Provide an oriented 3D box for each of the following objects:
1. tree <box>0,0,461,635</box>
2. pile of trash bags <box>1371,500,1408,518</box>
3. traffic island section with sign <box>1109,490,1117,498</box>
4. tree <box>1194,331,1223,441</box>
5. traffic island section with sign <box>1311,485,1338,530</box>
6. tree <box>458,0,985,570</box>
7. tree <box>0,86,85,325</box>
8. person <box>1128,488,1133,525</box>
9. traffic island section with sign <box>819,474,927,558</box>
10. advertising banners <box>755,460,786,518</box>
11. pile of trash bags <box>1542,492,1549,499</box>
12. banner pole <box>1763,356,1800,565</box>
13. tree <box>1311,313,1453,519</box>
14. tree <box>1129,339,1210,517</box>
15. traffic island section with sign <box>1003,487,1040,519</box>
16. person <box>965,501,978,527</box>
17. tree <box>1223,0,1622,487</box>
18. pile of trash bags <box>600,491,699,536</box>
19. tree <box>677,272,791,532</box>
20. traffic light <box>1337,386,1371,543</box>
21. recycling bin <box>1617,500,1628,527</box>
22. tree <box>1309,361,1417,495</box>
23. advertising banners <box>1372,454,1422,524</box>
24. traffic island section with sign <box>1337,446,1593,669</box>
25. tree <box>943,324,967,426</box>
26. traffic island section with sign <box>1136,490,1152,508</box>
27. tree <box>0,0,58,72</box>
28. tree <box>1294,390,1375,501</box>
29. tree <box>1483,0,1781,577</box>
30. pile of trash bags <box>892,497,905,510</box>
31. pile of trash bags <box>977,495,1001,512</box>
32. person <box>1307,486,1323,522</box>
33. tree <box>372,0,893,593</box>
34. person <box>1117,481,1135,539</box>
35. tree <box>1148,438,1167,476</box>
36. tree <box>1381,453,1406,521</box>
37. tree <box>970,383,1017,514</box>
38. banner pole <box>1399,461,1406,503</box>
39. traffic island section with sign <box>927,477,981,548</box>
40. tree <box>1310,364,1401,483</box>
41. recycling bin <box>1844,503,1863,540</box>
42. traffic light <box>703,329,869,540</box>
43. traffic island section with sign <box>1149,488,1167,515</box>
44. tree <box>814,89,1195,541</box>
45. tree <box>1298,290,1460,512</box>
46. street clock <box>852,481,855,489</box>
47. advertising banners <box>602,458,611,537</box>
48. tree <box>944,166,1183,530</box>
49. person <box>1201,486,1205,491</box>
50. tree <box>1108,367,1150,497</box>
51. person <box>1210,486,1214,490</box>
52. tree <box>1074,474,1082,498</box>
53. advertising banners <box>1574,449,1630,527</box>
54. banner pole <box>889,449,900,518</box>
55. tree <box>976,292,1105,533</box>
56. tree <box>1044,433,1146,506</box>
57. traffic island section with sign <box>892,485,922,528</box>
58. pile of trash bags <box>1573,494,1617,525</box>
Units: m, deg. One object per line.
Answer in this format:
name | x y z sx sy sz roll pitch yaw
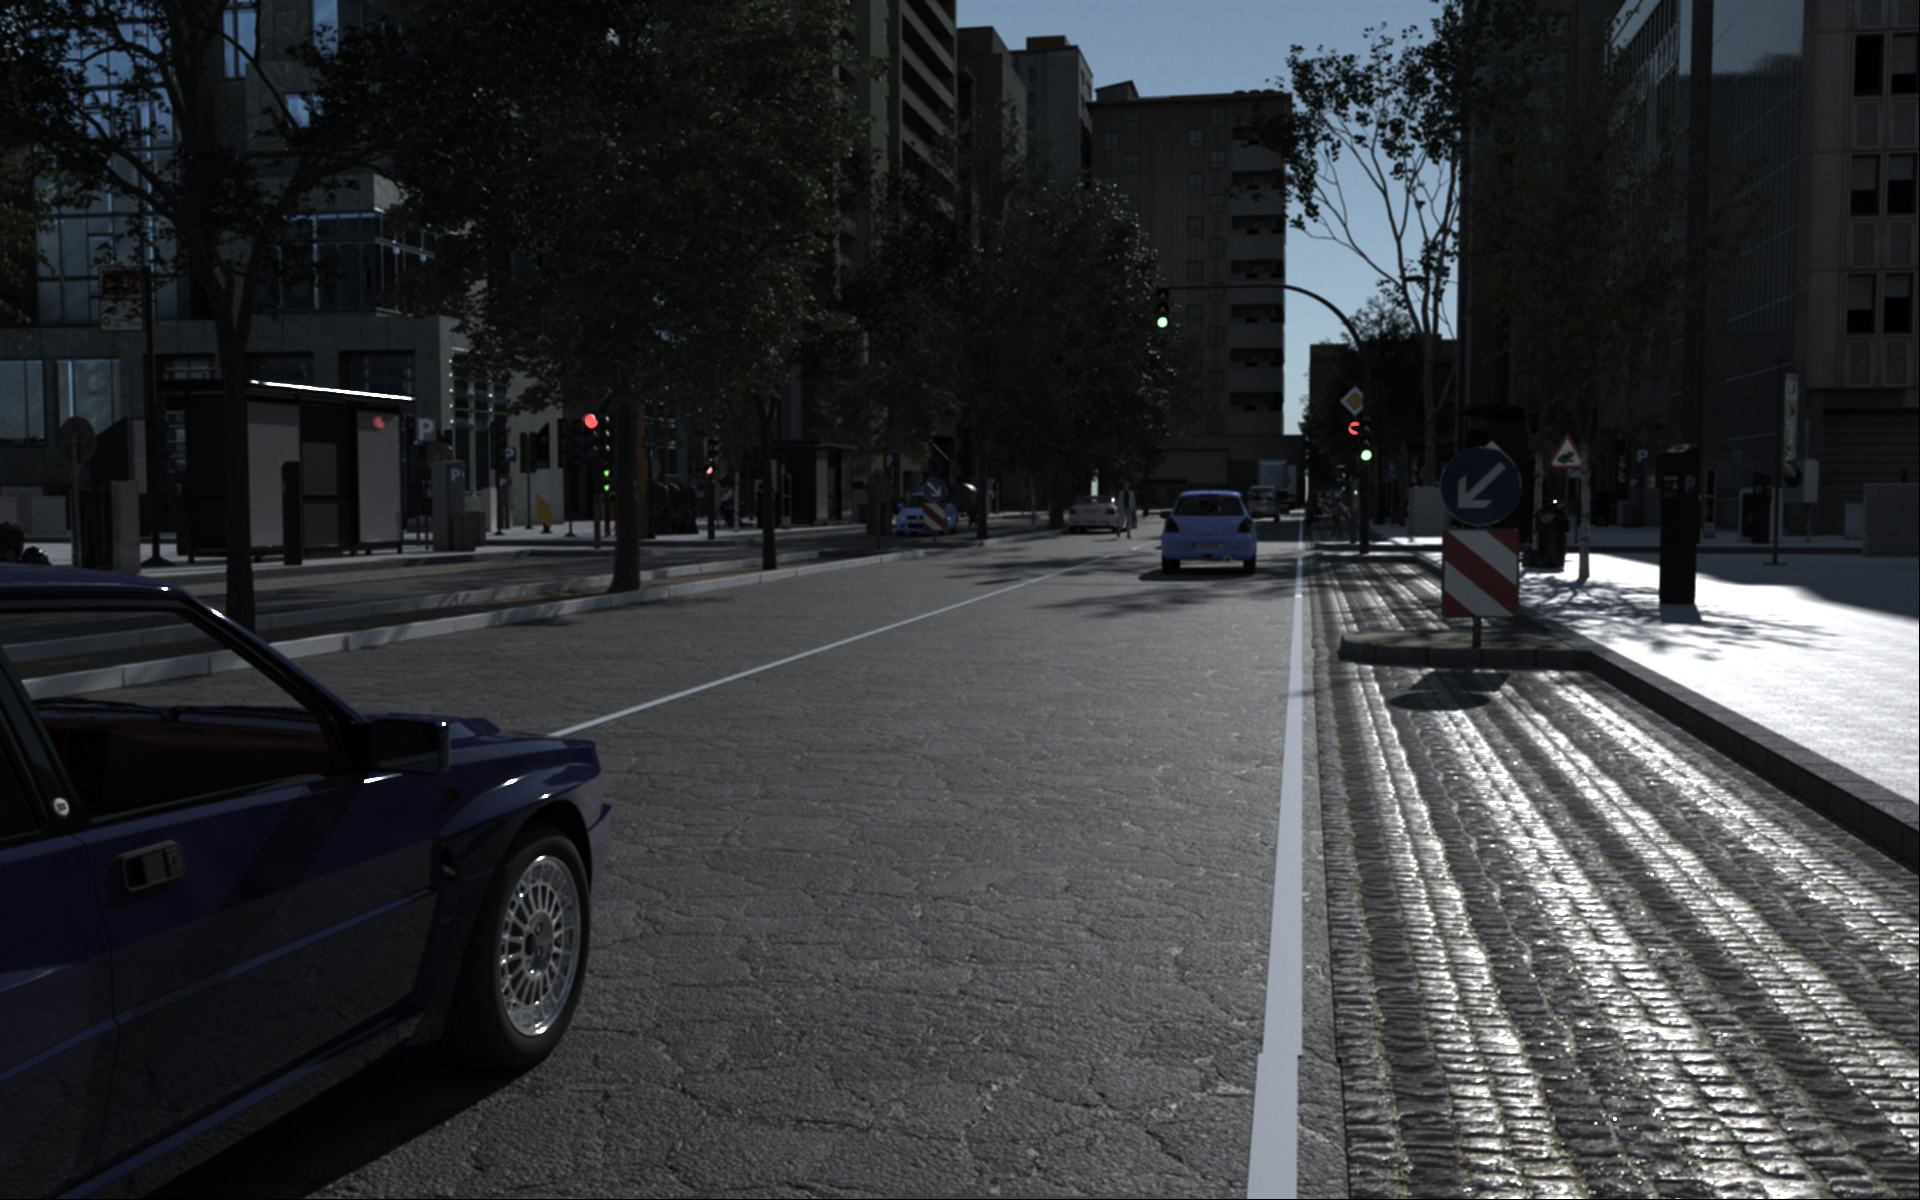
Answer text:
tree | -6.506 -4.833 15.896 8.767 10.594 7.601 1 4 11
pile of trash bags | 23.924 -5.248 95.563 1.912 1.369 3.447 2 4 30
traffic island section with sign | 13.127 -8.559 148.565 1.989 1.847 2.006 1 4 11
tree | 9.439 -11.189 95.766 12.009 13.543 11.850 0 3 0
traffic island section with sign | 15.054 -3.709 69.274 1.989 1.847 2.006 1 4 11
tree | -3.505 -5.865 32.759 8.767 10.594 7.601 1 4 11
tree | -14.723 -4.558 24.880 4.737 8.622 4.395 0 3 0
person | 7.403 -4.101 76.230 0.598 1.740 0.731 -2 4 -33
traffic island section with sign | -2.008 -1.928 39.666 2.006 1.907 1.989 1 4 11
advertising banners | -9.669 -5.666 88.833 2.074 3.025 0.090 2 4 33
pile of trash bags | 24.856 -4.148 77.579 3.447 1.369 1.912 -1 4 -19
banner pole | 15.014 -2.539 31.527 0.863 3.779 0.401 -3 4 -36
tree | 21.774 -9.459 89.064 7.601 10.594 8.767 0 4 -1
tree | 11.697 -10.984 107.803 9.928 11.665 9.643 0 3 0
traffic island section with sign | 3.601 -5.610 100.354 1.989 1.847 2.006 1 4 11
person | 0.670 -3.766 75.575 1.012 1.151 0.738 0 4 -7
tree | 15.165 -12.336 57.587 12.611 20.169 13.585 0 3 0
pile of trash bags | -9.994 -2.750 54.723 1.912 1.369 3.447 3 4 36
tree | -7.542 -6.577 57.900 4.737 8.622 4.395 0 3 0
traffic light | 10.231 -3.432 45.036 0.839 4.253 0.868 1 4 11
recycling bin | 26.424 -3.429 68.625 0.722 1.027 0.722 1 4 21
tree | 29.146 -12.201 125.248 9.928 11.665 9.643 0 3 0
advertising banners | 18.979 -4.837 75.279 2.074 3.025 0.090 1 4 15
traffic island section with sign | 4.381 -0.404 15.228 1.989 1.847 2.006 1 4 11
tree | -3.098 -10.035 82.196 7.486 12.596 7.792 0 3 0
traffic island section with sign | 18.413 -10.194 175.306 1.989 1.847 2.006 1 4 11
tree | -7.846 -3.499 10.033 4.360 8.622 3.978 0 3 0
tree | 42.386 -17.578 194.062 9.857 13.997 8.962 0 3 0
tree | 9.691 -4.639 26.212 4.737 8.622 4.395 0 3 0
pile of trash bags | -3.112 -6.903 122.616 3.447 1.369 1.912 -1 4 -14
pile of trash bags | 1.294 -6.822 121.295 3.447 1.369 1.912 1 4 12
person | 17.878 -4.829 87.411 0.822 1.834 0.622 1 4 15
tree | -4.860 -6.398 25.189 7.486 12.596 7.792 0 3 0
person | 5.284 -2.875 55.386 0.514 1.842 0.818 -1 4 -19
tree | 19.367 -15.995 195.933 8.767 10.594 7.601 -1 4 -17
tree | 20.370 -5.326 81.689 1.663 3.219 1.824 0 3 0
tree | 2.509 -9.749 109.759 4.360 8.622 3.978 0 3 0
banner pole | 29.046 -7.566 113.719 0.863 3.779 0.401 1 4 9
traffic island section with sign | -0.562 -2.373 46.931 2.006 1.907 1.989 1 4 11
tree | 31.706 -13.482 138.562 7.486 12.596 7.792 0 3 0
recycling bin | 25.363 -2.219 48.839 0.722 1.027 0.722 2 4 28
traffic light | -4.883 -4.487 48.034 4.771 5.953 1.251 1 4 11
traffic island section with sign | 14.002 -6.882 120.650 2.006 1.907 1.989 1 4 11
tree | 0.688 -8.554 52.690 12.009 13.543 11.850 0 3 0
tree | 25.137 -11.888 104.737 12.009 13.543 11.850 0 3 0
street clock | -5.789 -5.379 92.509 0.358 2.002 0.471 1 4 17
advertising banners | -10.495 -3.373 51.339 0.090 3.025 2.074 0 4 -6
tree | 3.825 -9.743 68.411 9.857 13.997 8.962 0 3 0
person | 12.483 -4.907 88.502 0.659 1.850 0.755 0 4 -8
tree | 7.629 -8.168 86.368 4.737 8.622 4.395 0 3 0
person | 12.404 -4.712 85.503 0.822 1.834 0.622 -2 4 -33
tree | 10.520 -9.718 153.483 1.663 3.219 1.824 0 3 0
advertising banners | 25.193 -4.389 67.946 2.074 3.025 0.090 0 4 7
banner pole | -3.495 -6.296 92.953 0.863 3.779 0.401 -1 4 -18
tree | 2.612 -6.634 61.287 4.737 8.622 4.395 0 3 0
tree | 9.485 -12.606 140.519 7.601 10.594 8.767 -1 4 -19
traffic island section with sign | -1.881 -3.920 72.726 1.989 1.847 2.006 1 4 11
pile of trash bags | 27.207 -3.887 73.306 1.912 1.369 3.447 -1 4 -20
